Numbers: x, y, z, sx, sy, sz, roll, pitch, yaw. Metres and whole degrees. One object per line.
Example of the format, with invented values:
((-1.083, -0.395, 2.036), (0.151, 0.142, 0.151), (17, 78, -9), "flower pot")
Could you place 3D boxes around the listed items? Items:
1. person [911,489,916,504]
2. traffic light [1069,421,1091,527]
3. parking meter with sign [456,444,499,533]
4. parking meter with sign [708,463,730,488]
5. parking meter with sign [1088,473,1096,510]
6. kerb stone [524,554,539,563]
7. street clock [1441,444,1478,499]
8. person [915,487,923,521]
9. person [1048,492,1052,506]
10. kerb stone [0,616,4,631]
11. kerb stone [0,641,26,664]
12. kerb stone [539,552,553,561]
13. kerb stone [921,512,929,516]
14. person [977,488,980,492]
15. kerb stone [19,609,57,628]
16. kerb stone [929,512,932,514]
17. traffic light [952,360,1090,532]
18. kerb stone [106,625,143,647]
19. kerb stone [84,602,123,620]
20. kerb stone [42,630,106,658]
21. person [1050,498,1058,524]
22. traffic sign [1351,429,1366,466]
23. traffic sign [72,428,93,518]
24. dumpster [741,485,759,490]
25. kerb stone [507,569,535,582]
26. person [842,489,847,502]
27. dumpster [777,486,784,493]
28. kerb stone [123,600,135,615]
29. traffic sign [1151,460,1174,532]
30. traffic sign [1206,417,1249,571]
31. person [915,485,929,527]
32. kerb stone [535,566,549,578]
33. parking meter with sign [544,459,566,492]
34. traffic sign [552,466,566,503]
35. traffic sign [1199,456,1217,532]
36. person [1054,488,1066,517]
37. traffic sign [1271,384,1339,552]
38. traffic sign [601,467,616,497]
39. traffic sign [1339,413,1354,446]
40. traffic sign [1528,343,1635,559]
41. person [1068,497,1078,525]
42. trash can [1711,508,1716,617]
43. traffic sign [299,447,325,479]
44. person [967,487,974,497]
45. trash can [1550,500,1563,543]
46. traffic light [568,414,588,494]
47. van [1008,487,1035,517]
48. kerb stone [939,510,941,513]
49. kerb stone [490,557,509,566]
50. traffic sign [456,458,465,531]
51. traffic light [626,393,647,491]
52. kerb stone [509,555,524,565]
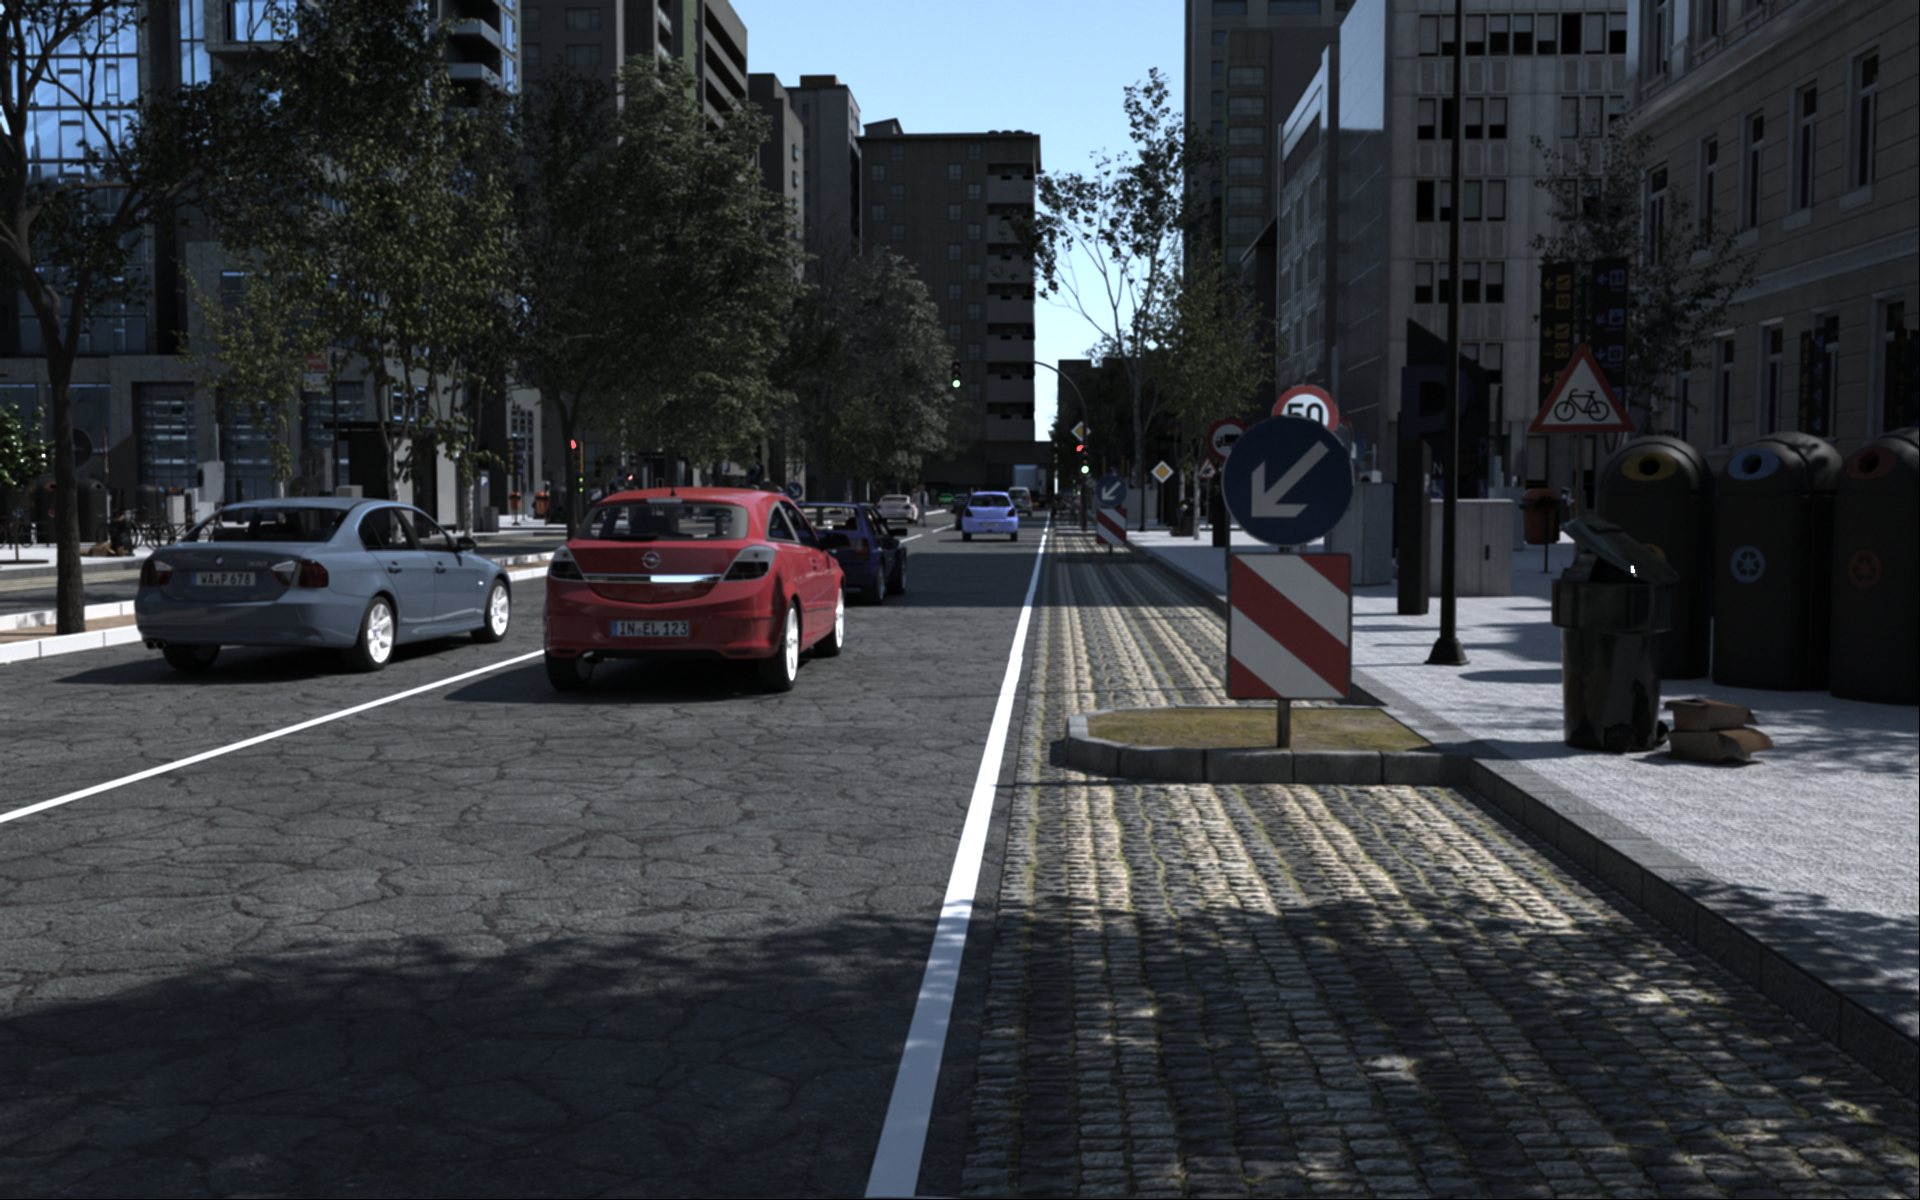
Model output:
((-2.530, -5.383, 97.183), (0.598, 1.740, 0.731), (-3, 5, -41), "person")
((4.637, -4.757, 66.691), (0.839, 4.253, 0.868), (0, 4, 3), "traffic light")
((-16.081, -3.755, 57.656), (1.738, 3.016, 0.543), (2, 4, 32), "parking meter with sign")
((-13.562, -6.084, 95.728), (0.543, 3.016, 1.738), (3, 5, 42), "parking meter with sign")
((10.694, -8.763, 139.541), (0.543, 3.016, 1.738), (-1, 4, -23), "parking meter with sign")
((-9.052, -0.856, 36.186), (0.120, 0.150, 1.000), (0, 4, 3), "kerb stone")
((7.179, -1.245, 24.931), (0.471, 2.002, 0.358), (-1, 4, -9), "street clock")
((-2.143, -5.151, 92.695), (0.573, 1.828, 0.580), (-1, 4, -14), "person")
((10.540, -11.801, 202.907), (0.415, 1.643, 0.593), (1, 4, 10), "person")
((-10.051, 0.269, 17.798), (0.120, 0.150, 1.000), (0, 4, 3), "kerb stone")
((-8.125, 0.463, 14.621), (0.120, 0.150, 1.000), (0, 4, 3), "kerb stone")
((-8.995, -0.919, 37.214), (0.120, 0.150, 1.000), (0, 4, 3), "kerb stone")
((-2.411, -5.952, 119.607), (0.120, 0.150, 1.000), (0, 4, 3), "kerb stone")
((1.120, -6.031, 107.063), (0.822, 1.834, 0.622), (-3, 5, -41), "person")
((-10.003, 0.207, 18.819), (0.120, 0.150, 1.000), (0, 4, 3), "kerb stone")
((-2.238, -6.143, 122.673), (0.120, 0.150, 1.000), (0, 4, 3), "kerb stone")
((2.110, -5.139, 58.689), (4.771, 5.953, 1.251), (0, 4, 3), "traffic light")
((-8.013, 0.338, 16.662), (0.120, 0.150, 1.000), (0, 4, 3), "kerb stone")
((-9.946, 0.144, 19.846), (0.120, 0.150, 1.000), (0, 4, 3), "kerb stone")
((-8.067, 0.401, 15.641), (0.120, 0.150, 1.000), (0, 4, 3), "kerb stone")
((4.412, -4.175, 81.430), (0.362, 1.253, 0.373), (-3, 5, -44), "person")
((7.336, -2.015, 33.059), (0.768, 2.556, 0.104), (1, 4, 11), "traffic sign")
((-17.063, -2.035, 33.381), (0.768, 2.556, 0.104), (1, 4, 10), "traffic sign")
((-13.169, -6.324, 109.160), (1.264, 1.857, 1.865), (0, 4, 3), "dumpster")
((-7.348, -0.405, 28.931), (0.120, 0.150, 1.000), (0, 4, 3), "kerb stone")
((-8.020, -6.814, 120.459), (0.362, 1.759, 0.519), (0, 4, 7), "person")
((-12.716, -6.846, 117.683), (1.264, 1.857, 1.865), (0, 4, 3), "dumpster")
((-9.889, 0.081, 20.866), (0.120, 0.150, 1.000), (0, 4, 3), "kerb stone")
((6.890, -3.537, 59.023), (0.795, 2.450, 0.064), (0, 4, 6), "traffic sign")
((4.470, -1.758, 28.857), (0.768, 2.556, 0.104), (0, 4, 5), "traffic sign")
((-1.703, -4.151, 76.248), (0.514, 1.842, 0.818), (-2, 4, -27), "person")
((-7.295, -0.470, 29.956), (0.120, 0.150, 1.000), (0, 4, 3), "kerb stone")
((-19.715, -5.478, 85.819), (1.738, 3.016, 0.543), (-1, 4, -13), "parking meter with sign")
((-17.969, -4.754, 77.839), (0.768, 2.556, 0.104), (0, 4, 5), "traffic sign")
((8.401, -3.596, 58.801), (0.884, 2.594, 0.081), (1, 4, 10), "traffic sign")
((6.273, -6.193, 109.718), (0.822, 1.834, 0.622), (0, 4, 7), "person")
((4.012, -1.229, 20.204), (0.768, 2.556, 0.104), (1, 4, 10), "traffic sign")
((-16.305, -4.906, 80.315), (0.768, 2.556, 0.104), (1, 4, 12), "traffic sign")
((5.638, -1.620, 26.594), (0.768, 2.556, 0.104), (1, 4, 12), "traffic sign")
((5.360, -0.917, 14.994), (0.884, 2.594, 0.081), (1, 4, 9), "traffic sign")
((5.262, -4.140, 80.460), (0.475, 1.303, 0.640), (2, 4, 32), "person")
((7.822, -0.408, 18.321), (0.748, 1.137, 0.748), (0, 3, 0), "trash can")
((-17.493, -2.854, 46.762), (0.768, 2.556, 0.104), (1, 4, 10), "traffic sign")
((0.778, -6.224, 110.043), (0.659, 1.850, 0.755), (-1, 4, -16), "person")
((15.341, -2.051, 45.188), (0.748, 1.137, 0.748), (0, 3, 0), "trash can")
((-13.283, -4.326, 59.650), (0.839, 4.253, 0.868), (0, 4, 3), "traffic light")
((3.788, -6.365, 111.080), (2.013, 2.044, 4.112), (0, 4, 4), "van")
((-1.740, -6.707, 131.891), (0.120, 0.150, 1.000), (0, 4, 3), "kerb stone")
((-9.160, -0.728, 34.143), (0.120, 0.150, 1.000), (0, 4, 3), "kerb stone")
((-17.495, -3.682, 60.309), (0.768, 2.556, 0.104), (0, 4, 4), "traffic sign")
((-10.755, -5.681, 67.545), (4.771, 5.953, 1.251), (0, 4, 3), "traffic light")
((-9.116, -0.789, 35.164), (0.120, 0.150, 1.000), (0, 4, 3), "kerb stone")
